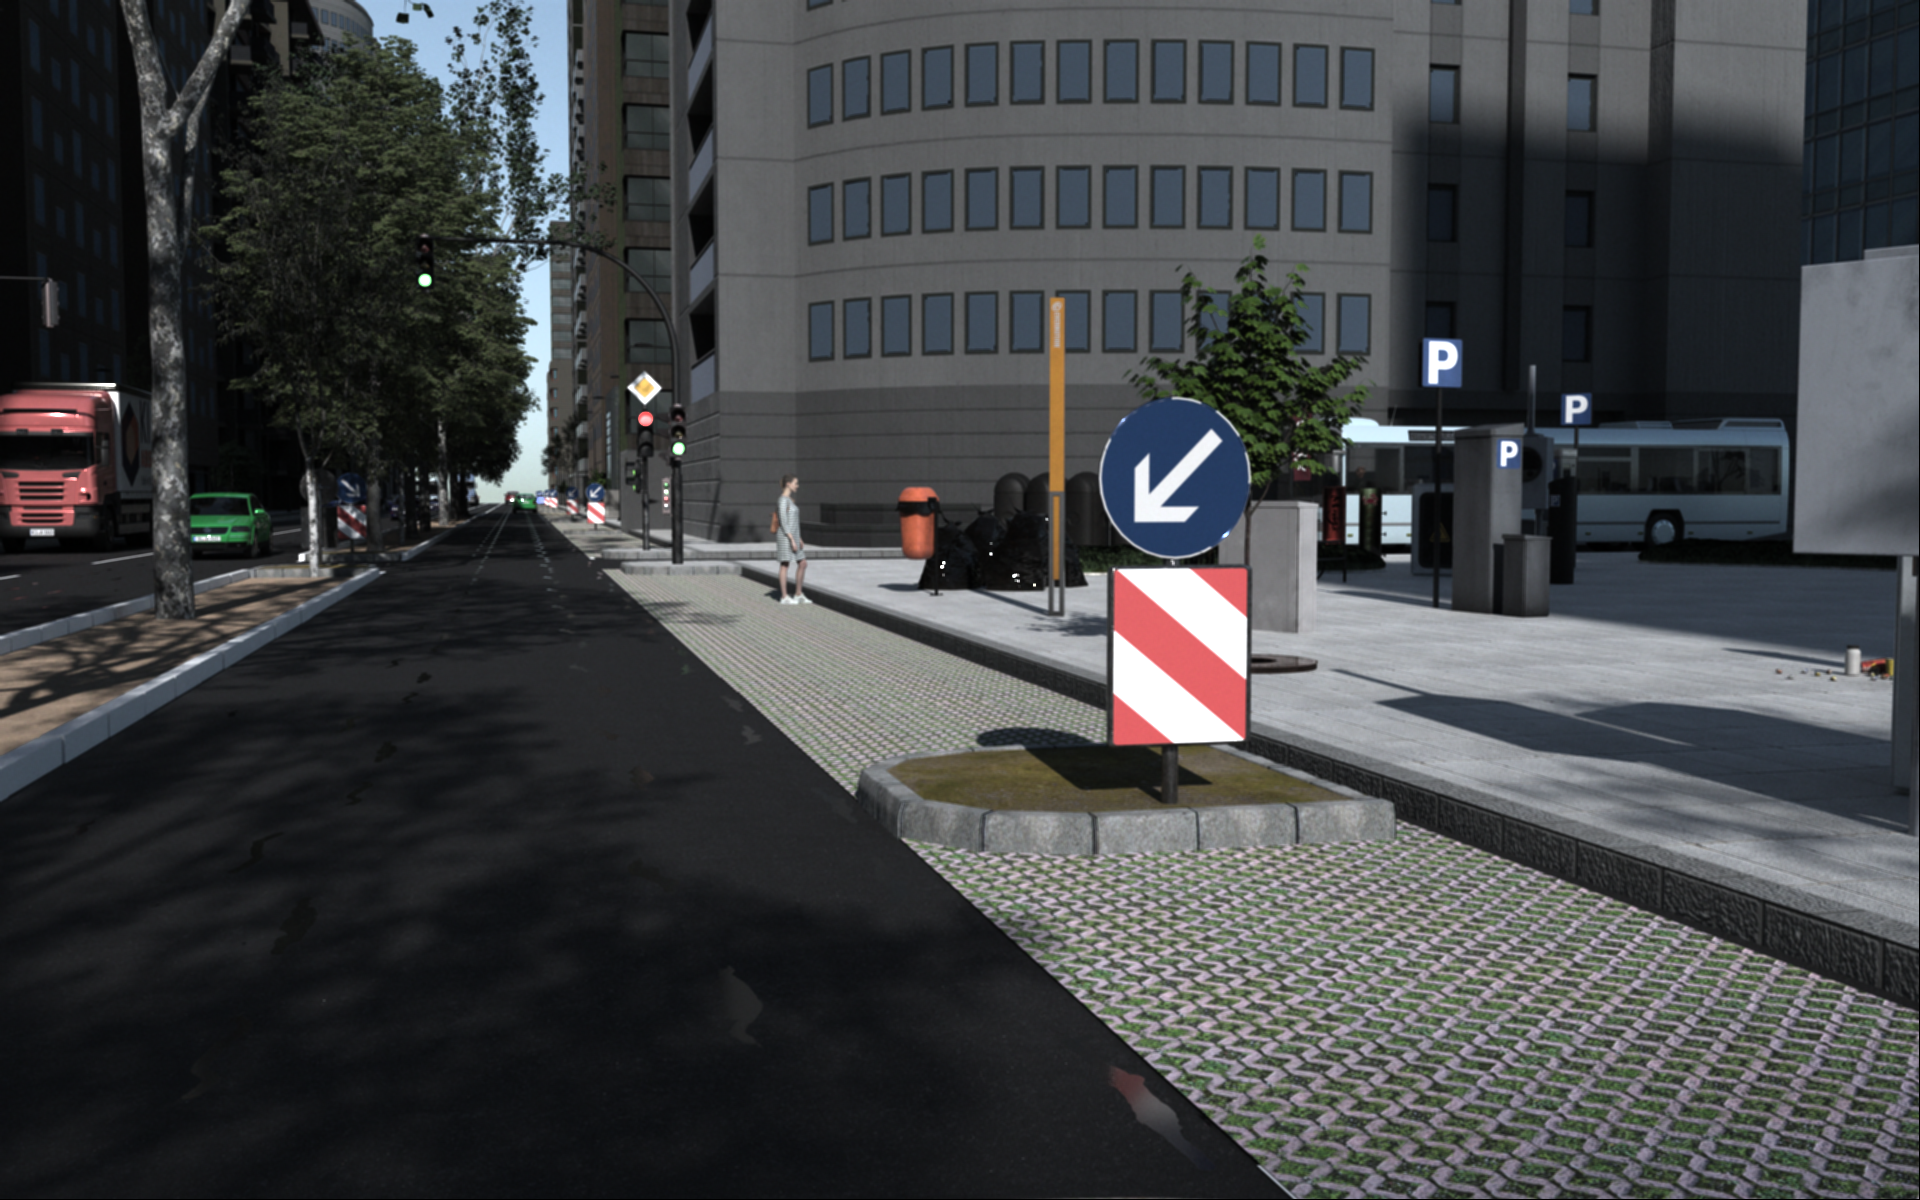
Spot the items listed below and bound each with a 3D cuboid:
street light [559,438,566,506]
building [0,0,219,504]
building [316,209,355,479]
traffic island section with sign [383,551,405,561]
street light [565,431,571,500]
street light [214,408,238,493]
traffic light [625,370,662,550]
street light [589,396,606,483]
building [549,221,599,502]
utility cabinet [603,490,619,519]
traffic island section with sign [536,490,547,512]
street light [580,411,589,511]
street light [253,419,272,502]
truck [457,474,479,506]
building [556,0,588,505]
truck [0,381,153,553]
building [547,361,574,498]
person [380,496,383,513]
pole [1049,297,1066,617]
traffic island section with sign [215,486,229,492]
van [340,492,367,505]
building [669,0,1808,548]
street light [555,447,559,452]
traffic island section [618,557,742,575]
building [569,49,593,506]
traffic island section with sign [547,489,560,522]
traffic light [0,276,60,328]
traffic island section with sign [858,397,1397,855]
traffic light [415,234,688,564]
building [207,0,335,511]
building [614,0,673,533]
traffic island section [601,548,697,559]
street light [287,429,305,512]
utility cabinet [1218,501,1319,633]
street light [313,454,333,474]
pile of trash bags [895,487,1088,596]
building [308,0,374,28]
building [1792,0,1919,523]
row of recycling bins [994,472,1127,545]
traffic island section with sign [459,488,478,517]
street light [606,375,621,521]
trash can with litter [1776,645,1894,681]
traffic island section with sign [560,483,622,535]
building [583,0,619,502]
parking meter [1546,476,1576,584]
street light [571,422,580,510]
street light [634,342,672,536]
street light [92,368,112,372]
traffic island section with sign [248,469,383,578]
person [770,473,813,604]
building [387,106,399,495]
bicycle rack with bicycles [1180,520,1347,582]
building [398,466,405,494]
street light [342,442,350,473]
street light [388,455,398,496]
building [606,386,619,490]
[{"bbox_3d":[-31.987,-10.392,142.452,1.470,5.913,1.316,-1,4,-14],"label":"street light"},{"bbox_3d":[-43.978,-26.384,81.490,14.600,45.320,14.200,-1,4,-14],"label":"building"},{"bbox_3d":[-67.246,-24.287,168.791,14.160,30.474,14.107,-1,4,-14],"label":"building"},{"bbox_3d":[-13.182,-1.809,37.706,2.006,1.907,1.989,-1,4,-14],"label":"traffic island section with sign"},{"bbox_3d":[-28.182,-9.508,128.001,1.470,5.913,1.316,-1,4,-14],"label":"street light"},{"bbox_3d":[-39.475,-7.371,93.057,1.470,5.913,1.316,-1,4,-14],"label":"street light"},{"bbox_3d":[-7.189,-3.091,39.461,0.839,4.253,0.868,-1,4,-14],"label":"traffic light"},{"bbox_3d":[-16.748,-6.725,82.492,1.470,5.913,1.316,-1,4,-14],"label":"street light"},{"bbox_3d":[-54.591,-35.367,261.848,14.154,41.232,14.086,-1,4,-14],"label":"building"},{"bbox_3d":[-18.008,-4.952,89.643,0.318,1.500,1.173,1,4,22],"label":"utility cabinet"},{"bbox_3d":[-31.960,-7.767,135.613,1.989,1.847,2.006,-1,4,-14],"label":"traffic island section with sign"},{"bbox_3d":[-20.352,-7.612,96.994,1.470,5.913,1.316,-1,4,-14],"label":"street light"},{"bbox_3d":[-43.662,-8.355,109.141,1.470,5.913,1.316,-1,4,-14],"label":"street light"},{"bbox_3d":[-60.941,-13.703,213.803,2.967,4.110,18.799,-1,4,-14],"label":"truck"},{"bbox_3d":[-40.254,-47.604,216.569,20.563,71.187,20.611,-1,4,-14],"label":"building"},{"bbox_3d":[-22.879,-3.457,45.442,2.839,4.237,11.283,-1,4,-15],"label":"truck"},{"bbox_3d":[-43.392,-24.327,242.783,27.650,21.520,28.899,-1,4,-14],"label":"building"},{"bbox_3d":[-43.997,-7.320,131.365,0.799,1.438,0.628,2,4,31],"label":"person"},{"bbox_3d":[1.017,-1.484,18.107,0.158,3.312,0.155,0,3,0],"label":"pole"},{"bbox_3d":[-35.546,-4.574,83.409,1.989,1.847,2.006,-1,4,-14],"label":"traffic island section with sign"},{"bbox_3d":[-42.381,-7.171,121.636,2.240,2.365,5.245,-1,4,-15],"label":"van"},{"bbox_3d":[6.184,-31.158,51.427,28.212,58.520,21.231,-1,4,-14],"label":"building"},{"bbox_3d":[-35.763,-11.316,157.557,1.470,5.913,1.316,-1,4,-14],"label":"street light"},{"bbox_3d":[-5.176,-0.585,31.846,2.009,0.180,2.903,-1,4,-14],"label":"traffic island section"},{"bbox_3d":[-27.170,-33.915,174.111,23.786,49.044,30.456,-1,4,-14],"label":"building"},{"bbox_3d":[-19.784,-4.844,87.822,1.989,1.847,2.006,-1,4,-14],"label":"traffic island section with sign"},{"bbox_3d":[-21.278,-3.746,35.908,4.771,5.953,1.251,-1,4,-14],"label":"traffic light"},{"bbox_3d":[0.595,0.050,7.813,1.989,1.847,2.006,-1,4,-14],"label":"traffic island section with sign"},{"bbox_3d":[-7.223,-3.450,31.069,4.771,5.953,1.251,-1,4,-14],"label":"traffic light"},{"bbox_3d":[-65.685,-30.068,146.230,22.147,44.769,28.867,-1,4,-14],"label":"building"},{"bbox_3d":[-6.790,-18.219,69.586,14.160,30.474,14.107,-1,4,-14],"label":"building"},{"bbox_3d":[-7.147,-1.058,39.585,2.009,0.180,2.903,-1,4,-14],"label":"traffic island section"},{"bbox_3d":[-47.379,-9.240,123.614,1.470,5.913,1.316,-1,4,-14],"label":"street light"},{"bbox_3d":[2.906,-0.320,16.396,0.306,1.237,1.020,-3,4,-38],"label":"utility cabinet"},{"bbox_3d":[-50.988,-10.127,138.115,1.470,5.913,1.316,-1,4,-14],"label":"street light"},{"bbox_3d":[0.240,-0.824,23.222,1.912,1.369,3.447,2,4,32],"label":"pile of trash bags"},{"bbox_3d":[-78.498,-40.248,200.056,21.231,58.520,28.212,-1,4,-14],"label":"building"},{"bbox_3d":[35.253,-24.826,56.014,14.200,45.320,14.600,-1,4,-14],"label":"building"},{"bbox_3d":[2.080,-1.555,32.543,3.534,1.692,1.069,3,5,39],"label":"row of recycling bins"},{"bbox_3d":[-31.739,-6.262,110.526,2.006,1.907,1.989,-1,4,-14],"label":"traffic island section with sign"},{"bbox_3d":[-12.943,-5.826,67.804,1.470,5.913,1.316,-1,4,-14],"label":"street light"},{"bbox_3d":[6.854,-0.034,11.620,1.678,1.210,2.233,-2,4,-27],"label":"trash can with litter"},{"bbox_3d":[-13.086,-3.236,61.543,1.989,1.847,2.006,-1,4,-14],"label":"traffic island section with sign"},{"bbox_3d":[-25.407,-30.658,151.363,14.600,45.320,14.200,-1,4,-14],"label":"building"},{"bbox_3d":[8.588,-0.999,24.752,0.372,1.533,0.369,0,3,0],"label":"parking meter"},{"bbox_3d":[-24.108,-8.516,111.781,1.470,5.913,1.316,-1,4,-14],"label":"street light"},{"bbox_3d":[-9.288,-4.940,53.315,1.470,5.913,1.316,-1,4,-14],"label":"street light"},{"bbox_3d":[-32.022,-5.594,63.995,1.470,5.913,1.316,-1,4,-14],"label":"street light"},{"bbox_3d":[-11.363,-1.369,30.525,2.006,1.907,1.989,-1,4,-14],"label":"traffic island section with sign"},{"bbox_3d":[-2.218,-0.794,22.492,0.522,1.701,0.512,0,4,7],"label":"person"},{"bbox_3d":[-86.153,-41.911,227.243,21.231,58.520,28.212,-1,4,-14],"label":"building"},{"bbox_3d":[4.156,-0.724,25.224,2.925,0.926,2.852,-3,5,-43],"label":"bicycle rack with bicycles"},{"bbox_3d":[-87.231,-29.271,250.277,14.160,30.474,14.107,-1,4,-14],"label":"building"},{"bbox_3d":[-54.721,-11.016,152.657,1.470,5.913,1.316,-1,4,-14],"label":"street light"},{"bbox_3d":[-71.666,-15.092,219.290,1.470,5.913,1.316,-1,4,-14],"label":"street light"},{"bbox_3d":[-8.548,-48.087,98.896,22.319,86.520,31.000,-1,4,-14],"label":"building"}]
